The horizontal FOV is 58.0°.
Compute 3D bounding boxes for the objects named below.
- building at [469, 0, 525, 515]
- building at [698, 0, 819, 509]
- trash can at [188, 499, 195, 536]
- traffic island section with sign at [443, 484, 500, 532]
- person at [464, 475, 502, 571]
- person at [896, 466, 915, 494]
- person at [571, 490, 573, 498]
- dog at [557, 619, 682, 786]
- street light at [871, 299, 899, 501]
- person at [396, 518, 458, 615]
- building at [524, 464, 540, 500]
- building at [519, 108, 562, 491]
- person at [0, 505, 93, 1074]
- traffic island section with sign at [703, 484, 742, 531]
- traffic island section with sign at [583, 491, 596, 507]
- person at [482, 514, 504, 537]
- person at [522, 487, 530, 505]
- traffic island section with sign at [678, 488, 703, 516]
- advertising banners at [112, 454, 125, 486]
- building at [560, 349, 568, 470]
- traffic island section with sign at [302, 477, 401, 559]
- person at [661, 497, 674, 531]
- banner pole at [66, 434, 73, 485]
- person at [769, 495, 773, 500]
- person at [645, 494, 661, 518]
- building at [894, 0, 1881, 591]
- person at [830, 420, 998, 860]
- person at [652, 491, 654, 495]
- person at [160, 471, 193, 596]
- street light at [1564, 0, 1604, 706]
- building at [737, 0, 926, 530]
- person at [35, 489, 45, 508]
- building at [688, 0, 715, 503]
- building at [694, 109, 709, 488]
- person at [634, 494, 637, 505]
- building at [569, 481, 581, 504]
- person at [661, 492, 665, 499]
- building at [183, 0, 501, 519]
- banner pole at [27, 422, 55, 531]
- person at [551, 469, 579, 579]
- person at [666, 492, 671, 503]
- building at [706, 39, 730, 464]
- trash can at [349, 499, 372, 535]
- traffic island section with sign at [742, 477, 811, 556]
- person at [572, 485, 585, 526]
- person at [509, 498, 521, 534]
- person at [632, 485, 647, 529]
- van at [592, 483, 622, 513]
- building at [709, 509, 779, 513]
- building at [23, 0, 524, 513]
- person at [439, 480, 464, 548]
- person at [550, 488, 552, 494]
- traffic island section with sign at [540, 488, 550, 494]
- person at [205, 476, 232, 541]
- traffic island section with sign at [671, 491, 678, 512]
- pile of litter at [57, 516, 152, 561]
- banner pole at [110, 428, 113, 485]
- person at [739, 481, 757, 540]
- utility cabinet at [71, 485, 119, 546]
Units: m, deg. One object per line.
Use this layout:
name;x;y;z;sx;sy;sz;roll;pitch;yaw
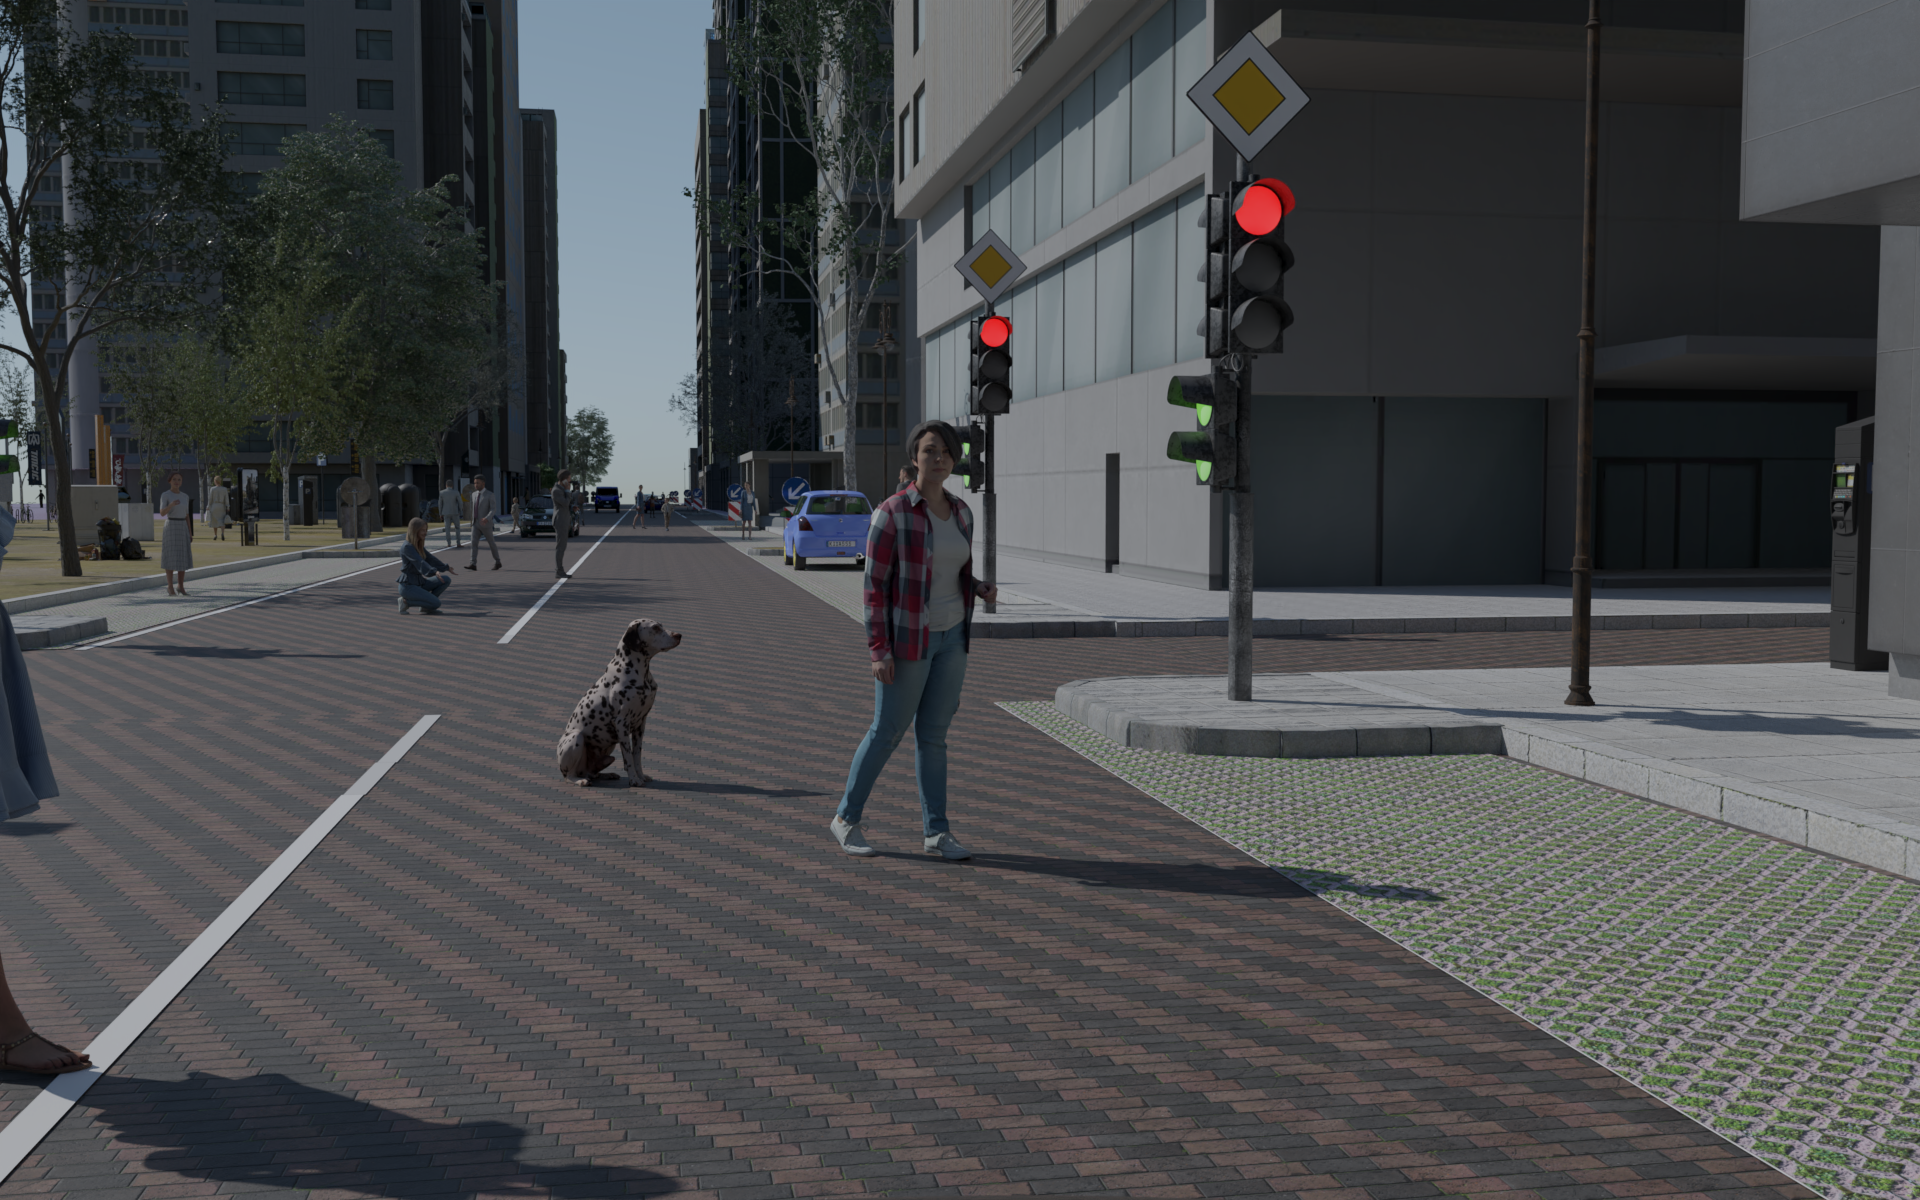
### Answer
building;-35.400;-28.097;109.489;14.600;45.320;14.200;-1;4;-10
building;-18.046;-45.874;188.299;20.563;71.187;20.611;-1;4;-10
trash can;-22.519;-2.353;50.125;0.748;1.137;0.748;0;3;0
traffic island section with sign;-18.570;-3.503;65.910;1.989;1.847;2.006;-1;4;-10
person;-8.926;-1.448;32.444;0.678;1.792;0.850;2;4;27
person;-0.850;-1.039;25.289;0.447;1.846;0.655;2;4;33
person;-46.066;-12.154;205.472;0.721;1.736;1.217;0;4;-3
dog;-1.795;0.496;8.723;0.513;0.831;0.800;-2;4;-34
street light;-1.781;-4.189;41.278;0.468;5.910;1.993;-1;4;-10
person;-6.351;-0.415;20.779;0.738;1.151;1.012;0;4;6
building;-47.321;-43.461;148.837;20.563;71.187;20.611;-1;4;-10
building;-48.608;-30.219;177.680;14.154;41.232;14.086;-1;4;-10
person;-2.552;0.267;4.230;0.778;1.811;0.616;0;4;3
traffic island section with sign;-8.902;-3.610;67.651;1.989;1.847;2.006;-1;4;-10
traffic island section with sign;-42.225;-11.461;196.017;1.989;1.847;2.006;-1;4;-10
person;-15.617;-2.662;57.522;1.012;1.151;0.738;0;4;-3
person;-32.344;-7.529;129.233;0.705;1.812;1.348;0;4;3
traffic island section with sign;-17.744;-6.583;116.256;1.989;1.847;2.006;-1;4;-10
advertising banners;-37.738;-4.887;76.091;2.074;3.025;0.090;0;4;-7
building;-59.792;-21.630;198.681;27.650;21.520;28.899;-1;4;-10
traffic island section with sign;-13.741;-1.878;39.341;1.989;1.847;2.006;-1;4;-10
person;-11.342;-3.330;67.223;0.475;1.303;0.640;-1;4;-21
banner pole;-36.792;-4.985;71.527;0.401;3.779;0.863;-1;4;-23
person;-12.095;-6.140;106.527;1.348;1.812;0.705;2;4;25
person;-18.692;-5.717;105.228;1.065;1.426;0.557;-2;4;-28
building;13.372;-27.226;34.392;27.495;52.752;28.713;-1;4;-10
person;-0.173;0.152;6.850;0.563;1.720;0.643;-3;5;-44
person;-34.205;-11.262;193.359;0.721;1.736;1.217;-2;4;-27
person;-10.875;-0.921;24.121;0.524;1.755;0.480;2;4;28
street light;3.777;-2.299;10.379;0.468;5.910;1.993;-1;4;-10
building;6.542;-23.530;76.603;32.217;40.220;23.993;-1;4;-10
person;-85.606;-9.368;161.293;0.705;1.869;1.348;0;4;8
building;-25.554;-56.408;234.947;22.319;86.520;31.000;-1;4;-10
building;-20.979;-35.875;210.255;21.300;48.544;21.600;-1;4;-10
person;-43.774;-13.596;233.987;0.799;1.438;0.628;2;4;34
building;-65.924;-32.547;224.023;32.217;40.220;23.993;-1;4;-10
person;-35.993;-12.259;209.861;0.541;1.710;0.530;0;4;2
building;-33.478;-19.831;95.932;14.160;30.474;14.107;-1;4;-10
banner pole;-32.132;-4.310;60.483;0.863;3.779;0.401;0;4;-5
person;-6.717;-1.296;29.490;0.447;1.846;0.655;-1;4;-10
person;-40.194;-14.118;240.150;1.217;1.723;0.721;-1;4;-13
building;-16.405;-29.188;160.815;14.154;41.232;14.086;-1;4;-10
trash can;-17.819;-2.432;51.422;0.748;1.137;0.748;0;3;0
traffic island section with sign;-4.020;-1.967;40.792;1.989;1.847;2.006;-1;4;-10
person;-17.269;-4.276;78.372;0.622;1.834;0.822;-1;4;-19
person;-16.141;-3.068;62.932;0.640;1.303;0.475;1;4;9
person;-13.181;-3.839;71.286;0.654;1.822;0.581;2;4;28
van;-27.259;-7.914;133.770;2.240;2.365;5.245;-1;4;-12
building;-10.751;-43.124;143.326;20.563;71.187;20.611;-1;4;-10
building;-48.975;-26.586;126.559;32.217;40.220;23.993;-1;4;-10
person;-13.643;-2.315;46.447;0.635;1.810;0.391;-1;4;-17
person;-37.408;-9.316;158.491;0.705;1.807;1.348;1;4;13
traffic island section with sign;-27.506;-6.509;115.056;1.989;1.847;2.006;-1;4;-10
person;-20.488;-2.531;47.785;0.694;1.780;0.624;-1;4;-16
traffic island section with sign;-22.633;-8.227;143.135;1.989;1.847;2.006;-1;4;-10
pile of litter;-16.713;-1.214;33.807;1.719;0.858;1.176;-2;4;-27
banner pole;-32.143;-4.624;65.621;0.401;3.779;0.863;-2;4;-30
person;-6.585;-2.764;53.713;0.581;1.822;0.654;-1;4;-15
utility cabinet;-21.301;-2.067;42.473;1.173;1.500;0.318;-3;4;-37
